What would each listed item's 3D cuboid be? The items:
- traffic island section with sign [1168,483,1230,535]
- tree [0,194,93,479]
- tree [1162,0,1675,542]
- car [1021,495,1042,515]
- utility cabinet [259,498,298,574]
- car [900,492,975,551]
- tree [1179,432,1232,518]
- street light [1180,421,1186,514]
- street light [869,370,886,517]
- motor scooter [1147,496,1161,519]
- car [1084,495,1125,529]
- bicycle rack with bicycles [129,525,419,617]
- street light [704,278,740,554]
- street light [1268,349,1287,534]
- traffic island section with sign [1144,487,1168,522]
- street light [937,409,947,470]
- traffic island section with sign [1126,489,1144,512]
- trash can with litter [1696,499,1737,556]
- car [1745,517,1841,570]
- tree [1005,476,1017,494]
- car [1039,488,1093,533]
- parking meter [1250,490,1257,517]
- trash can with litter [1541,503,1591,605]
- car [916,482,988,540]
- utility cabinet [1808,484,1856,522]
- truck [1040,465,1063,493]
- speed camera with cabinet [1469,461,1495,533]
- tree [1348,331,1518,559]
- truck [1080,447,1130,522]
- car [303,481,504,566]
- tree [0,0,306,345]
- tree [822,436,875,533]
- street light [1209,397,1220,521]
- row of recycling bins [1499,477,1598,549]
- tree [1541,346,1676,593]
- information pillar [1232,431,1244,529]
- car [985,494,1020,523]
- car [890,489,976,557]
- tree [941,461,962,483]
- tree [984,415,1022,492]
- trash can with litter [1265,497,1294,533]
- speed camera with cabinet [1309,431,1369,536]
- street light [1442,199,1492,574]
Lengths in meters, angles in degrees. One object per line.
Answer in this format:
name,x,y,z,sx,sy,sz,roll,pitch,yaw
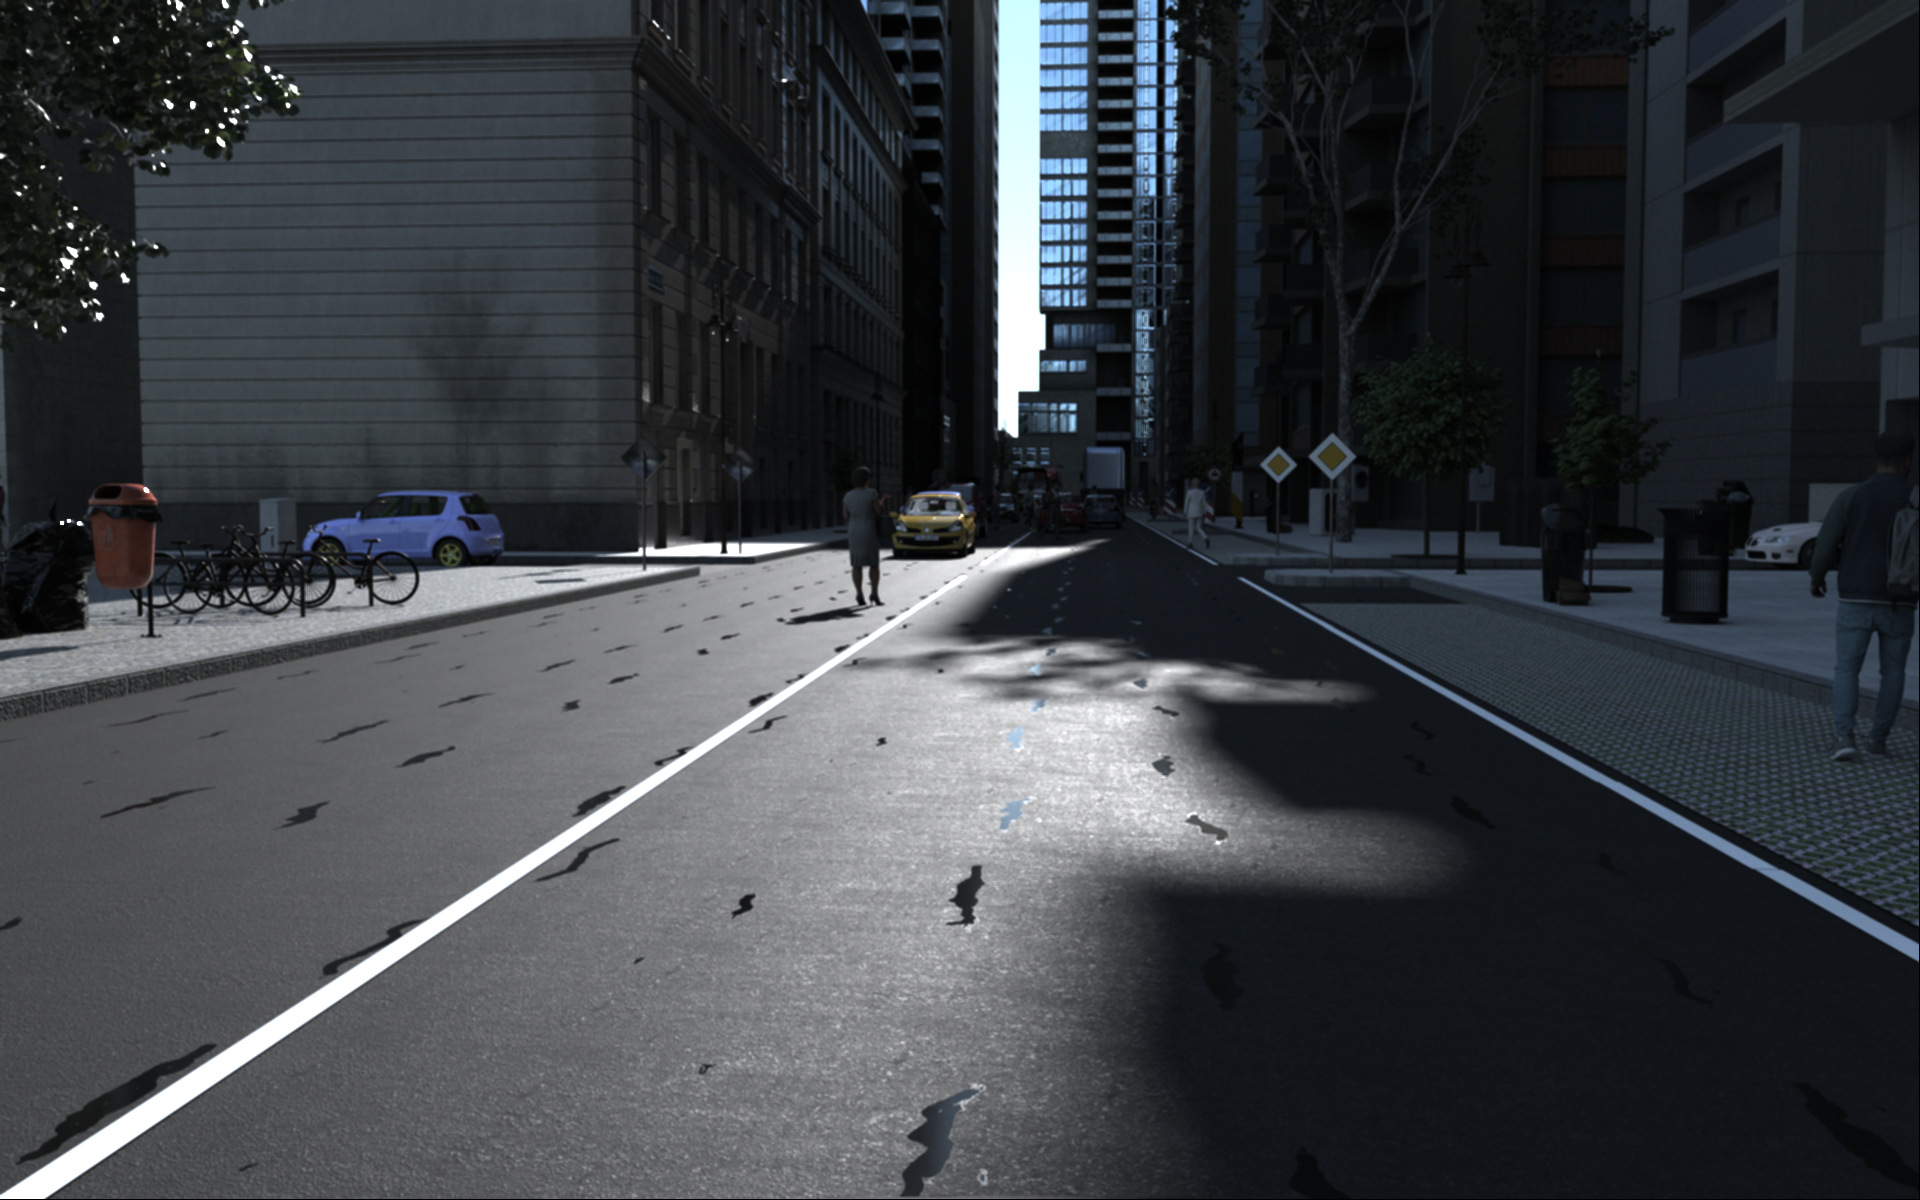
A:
traffic island section with sign,8.557,-3.242,61.629,1.989,1.847,2.006,0,4,4
tree,-16.131,-4.677,26.825,4.737,8.622,4.395,0,3,0
tree,11.192,-11.530,44.409,12.611,20.169,13.585,0,3,0
car,5.246,-6.480,118.317,2.083,1.381,4.827,0,4,3
utility cabinet,-10.710,-0.981,27.196,0.306,1.237,1.020,-3,4,-37
car,-0.561,-2.163,44.951,1.945,1.707,3.694,0,4,4
tree,13.271,-6.641,92.293,4.285,4.588,4.351,0,3,0
street light,14.219,-8.413,110.339,0.468,5.910,1.993,0,4,4
street light,-3.076,-5.634,64.900,0.468,5.910,1.993,0,4,4
motor scooter,10.803,-5.115,96.403,0.815,1.314,1.986,0,4,6
car,5.916,-3.715,72.744,2.014,1.417,4.499,0,4,6
bicycle rack with bicycles,-7.818,-0.350,19.109,2.925,0.926,2.852,0,4,5
street light,-5.081,-3.935,37.130,0.468,5.910,1.993,0,4,4
street light,10.143,-5.054,55.428,0.468,5.910,1.993,0,4,4
traffic island section with sign,10.567,-4.886,88.510,1.989,1.847,2.006,0,4,4
street light,-0.950,-7.326,92.562,0.468,5.910,1.993,0,4,4
traffic island section with sign,14.254,-7.909,137.939,1.989,1.847,2.006,0,4,4
trash can with litter,15.847,-1.514,36.140,0.624,1.170,1.055,0,4,-8
car,17.263,-1.222,32.346,4.827,1.381,2.083,0,4,6
tree,5.922,-11.734,186.446,1.663,3.219,1.824,0,3,0
car,3.937,-3.456,65.552,2.155,1.783,4.494,0,4,6
parking meter,16.302,-5.374,96.276,0.372,1.533,0.369,0,3,0
trash can with litter,7.192,-0.547,20.327,0.624,1.170,1.055,0,4,5
car,-0.260,-2.911,56.271,2.281,1.827,5.304,0,4,6
utility cabinet,18.734,-1.724,36.871,1.173,1.500,0.318,2,4,34
truck,8.534,-10.938,167.757,2.839,4.237,11.283,0,4,6
speed camera with cabinet,17.712,-3.805,56.546,2.038,3.252,0.660,0,4,-1
tree,9.561,-3.140,35.054,4.285,4.588,4.351,0,3,0
truck,7.618,-6.333,93.304,2.967,4.110,18.799,0,4,6
car,-10.676,-1.443,33.181,3.694,1.707,1.945,0,4,6
tree,-7.682,-6.300,9.658,9.857,13.997,8.962,0,3,0
tree,-3.717,-3.871,57.891,1.663,3.219,1.824,0,3,0
street light,12.129,-6.711,82.510,0.468,5.910,1.993,0,4,4
row of recycling bins,14.192,-2.129,41.927,1.069,1.692,3.534,-1,4,-12
tree,8.303,-1.722,22.760,1.663,3.219,1.824,0,3,0
information pillar,10.326,-4.468,64.405,0.504,3.616,0.183,-2,4,-33
car,2.087,-4.764,87.681,2.009,1.686,4.222,0,4,5
car,-0.580,-1.856,40.569,2.015,1.641,3.980,0,4,5
tree,-0.584,-6.547,101.639,1.663,3.219,1.824,0,3,0
tree,3.705,-12.976,162.523,4.360,8.622,3.978,0,3,0
trash can with litter,10.586,-2.806,57.259,0.624,1.170,1.055,-3,4,-37
speed camera with cabinet,11.743,-3.625,53.612,2.038,3.252,0.660,-2,4,-34
street light,8.021,-3.350,27.555,0.468,5.910,1.993,0,4,4
